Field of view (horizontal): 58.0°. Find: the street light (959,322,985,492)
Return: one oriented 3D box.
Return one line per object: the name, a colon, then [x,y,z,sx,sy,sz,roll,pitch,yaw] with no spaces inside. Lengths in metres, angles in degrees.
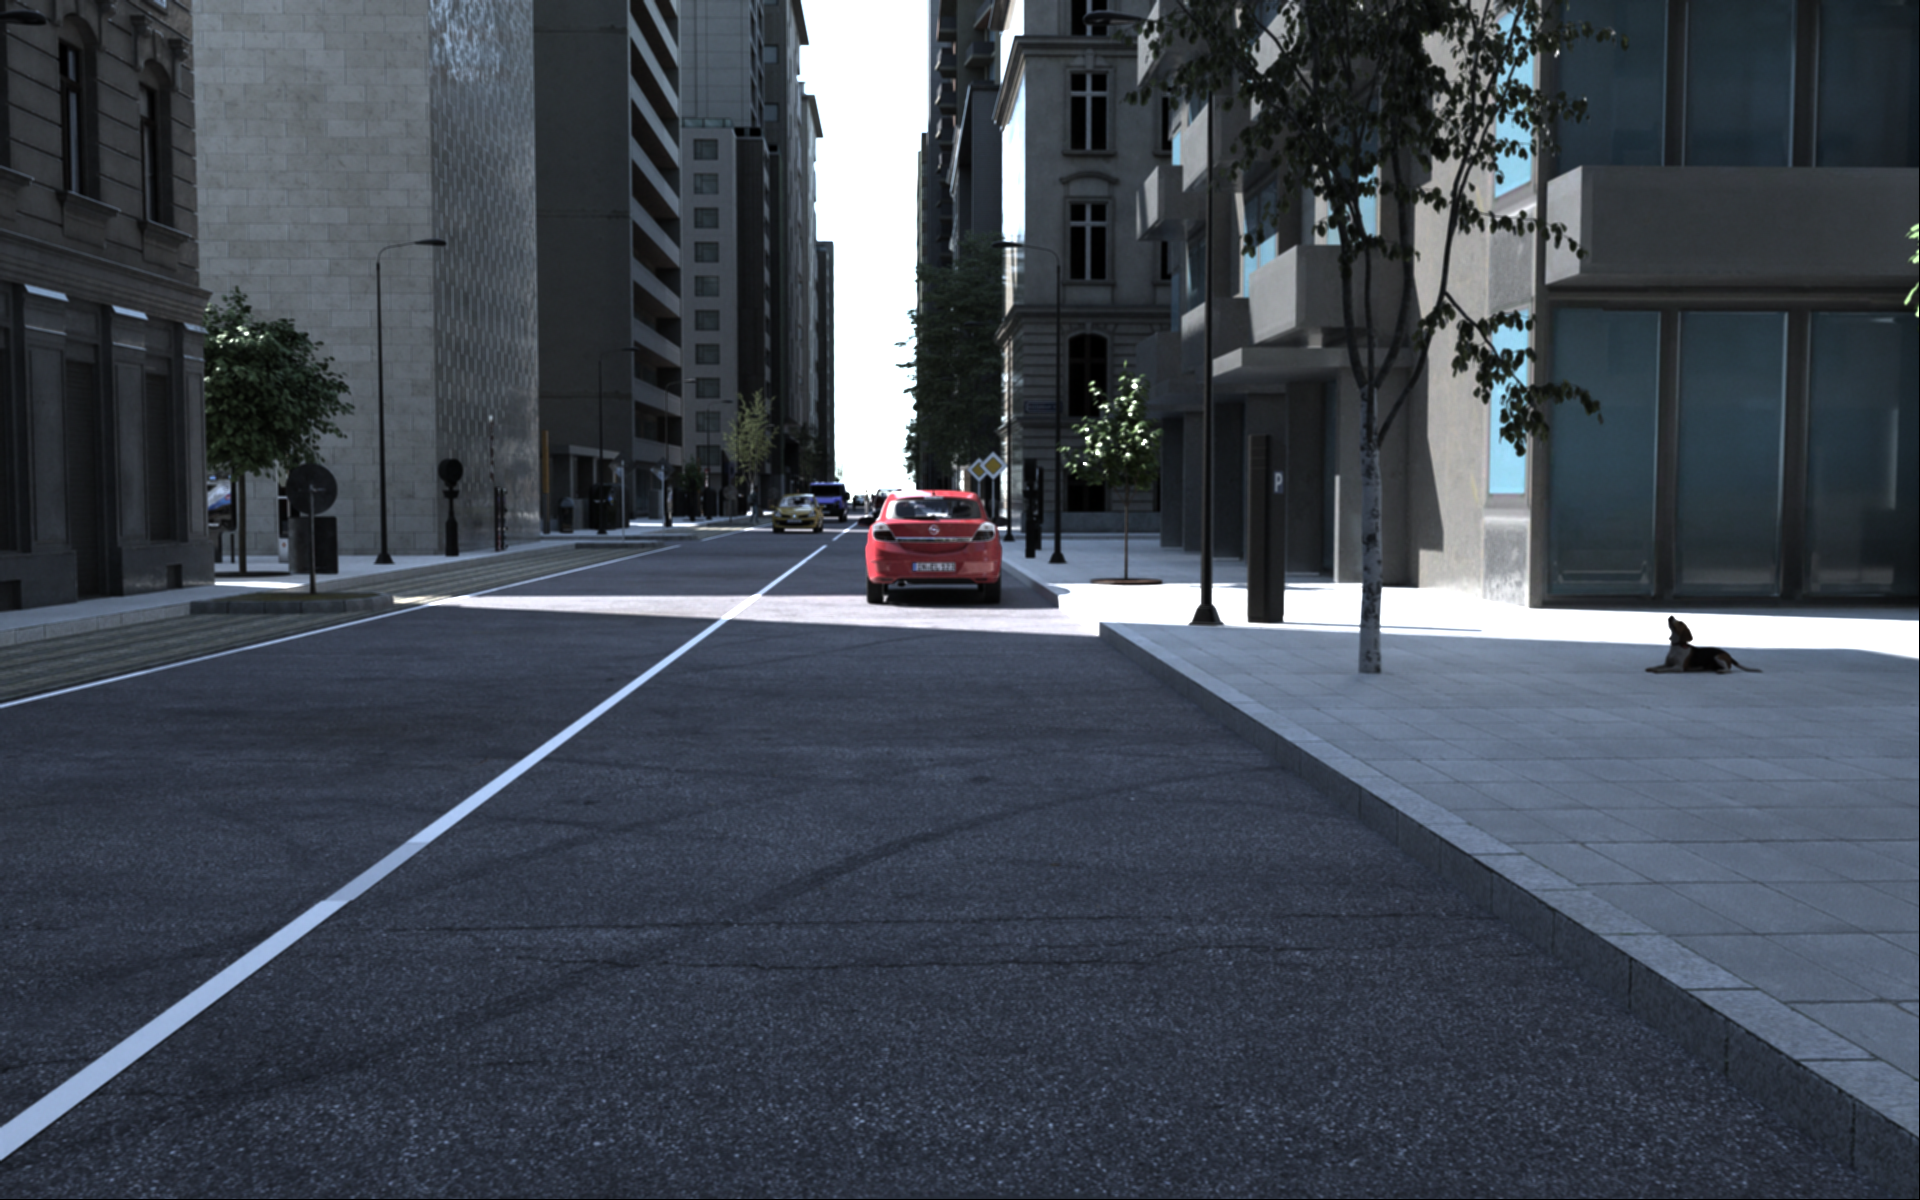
street light: [0.792,-4.544,46.840,1.470,5.913,1.316,0,4,-2]

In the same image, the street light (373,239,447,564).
street light: [-10.029,-3.614,31.624,1.470,5.913,1.316,0,4,-2]

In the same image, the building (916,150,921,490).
building: [4.857,-37.261,232.913,21.300,48.544,21.600,0,4,-2]

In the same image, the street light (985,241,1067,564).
street light: [1.270,-3.634,31.965,1.470,5.913,1.316,0,4,-2]

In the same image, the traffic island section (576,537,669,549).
traffic island section: [-9.093,-1.488,46.612,2.009,0.180,2.903,0,4,-2]

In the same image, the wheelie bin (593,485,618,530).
wheelie bin: [-12.697,-3.307,61.971,0.980,1.594,0.693,2,4,29]

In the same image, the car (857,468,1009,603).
car: [-0.374,-0.928,24.209,2.155,1.783,4.494,0,4,-1]

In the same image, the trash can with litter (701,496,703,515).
trash can with litter: [-15.985,-5.912,108.045,0.624,1.170,1.055,1,4,12]

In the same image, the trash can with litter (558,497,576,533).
trash can with litter: [-12.912,-2.795,57.089,0.624,1.170,1.055,-1,4,-20]

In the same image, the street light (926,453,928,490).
street light: [-1.139,-7.772,99.620,1.470,5.913,1.316,0,4,-2]

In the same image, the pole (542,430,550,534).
pole: [-13.260,-3.769,55.459,0.158,3.312,0.155,0,3,0]

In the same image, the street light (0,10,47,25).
street light: [-9.470,-2.705,16.771,1.470,5.913,1.316,0,4,-2]

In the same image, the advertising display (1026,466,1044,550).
advertising display: [1.728,-2.129,40.030,0.123,1.923,0.974,-1,4,-14]

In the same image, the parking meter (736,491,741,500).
parking meter: [-15.181,-6.737,118.565,0.372,1.533,0.369,0,3,0]

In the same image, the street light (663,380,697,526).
street light: [-11.377,-5.989,70.466,1.470,5.913,1.316,0,4,-2]

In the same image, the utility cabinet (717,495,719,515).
utility cabinet: [-14.568,-5.715,104.595,1.020,1.237,0.306,-1,4,-18]

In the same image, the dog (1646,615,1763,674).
dog: [5.357,0.323,12.451,0.748,0.427,0.550,2,4,31]

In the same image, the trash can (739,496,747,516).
trash can: [-13.058,-5.633,103.751,0.748,1.137,0.748,0,3,0]

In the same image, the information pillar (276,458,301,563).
information pillar: [-12.501,-1.699,32.278,0.304,2.012,0.304,2,4,26]

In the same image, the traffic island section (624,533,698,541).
traffic island section: [-9.384,-1.976,54.592,2.009,0.180,2.903,0,4,-2]

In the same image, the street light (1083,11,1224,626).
street light: [1.881,-2.710,16.844,1.470,5.913,1.316,0,4,-2]

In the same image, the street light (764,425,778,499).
street light: [-13.119,-8.807,116.530,1.470,5.913,1.316,0,4,-2]

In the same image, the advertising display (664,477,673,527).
advertising display: [-11.261,-3.774,66.922,0.123,1.923,0.974,0,4,4]

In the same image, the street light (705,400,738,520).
street light: [-11.926,-6.930,85.839,1.470,5.913,1.316,0,4,-2]

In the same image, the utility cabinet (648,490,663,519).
utility cabinet: [-15.396,-4.831,87.664,0.318,1.500,1.173,-3,4,-36]

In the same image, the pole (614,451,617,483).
pole: [-16.377,-5.404,82.202,0.158,3.312,0.155,0,3,0]

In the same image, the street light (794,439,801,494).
street light: [-14.225,-10.627,146.298,1.470,5.913,1.316,0,4,-2]

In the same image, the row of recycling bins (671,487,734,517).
row of recycling bins: [-14.675,-5.604,98.742,3.534,1.692,1.069,-1,4,-9]

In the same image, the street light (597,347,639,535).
street light: [-10.840,-5.038,54.912,1.470,5.913,1.316,0,4,-2]

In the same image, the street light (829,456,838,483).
street light: [-17.250,-15.709,229.380,1.470,5.913,1.316,0,4,-2]

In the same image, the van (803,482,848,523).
van: [-6.811,-5.169,88.896,2.240,2.365,5.245,0,4,-1]

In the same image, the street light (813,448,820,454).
street light: [-15.268,-12.446,176.026,1.470,5.913,1.316,0,4,-2]

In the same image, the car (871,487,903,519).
car: [-4.079,-5.652,101.075,2.281,1.827,5.304,0,4,-3]

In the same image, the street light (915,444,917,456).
street light: [-2.855,-10.639,146.488,1.470,5.913,1.316,0,4,-2]

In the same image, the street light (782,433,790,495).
street light: [-13.658,-9.712,131.326,1.470,5.913,1.316,0,4,-2]

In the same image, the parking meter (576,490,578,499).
parking meter: [-18.501,-4.641,84.290,0.372,1.533,0.369,0,3,0]

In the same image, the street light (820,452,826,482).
street light: [-15.808,-13.375,191.227,1.470,5.913,1.316,0,4,-2]

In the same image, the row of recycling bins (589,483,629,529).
row of recycling bins: [-13.068,-3.528,64.787,1.069,1.692,3.534,0,4,2]

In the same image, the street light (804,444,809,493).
street light: [-14.662,-11.537,161.175,1.470,5.913,1.316,0,4,-2]

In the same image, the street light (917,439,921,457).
street light: [-2.314,-9.711,131.316,1.470,5.913,1.316,0,4,-2]

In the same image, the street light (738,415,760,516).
street light: [-12.501,-7.898,101.676,1.470,5.913,1.316,0,4,-2]

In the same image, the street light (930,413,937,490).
street light: [-0.611,-6.848,84.507,1.470,5.913,1.316,0,4,-2]

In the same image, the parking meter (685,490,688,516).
parking meter: [-16.409,-5.808,103.369,0.372,1.533,0.369,0,3,0]

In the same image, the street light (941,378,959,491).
street light: [-0.067,-5.914,69.228,1.470,5.913,1.316,0,4,-2]

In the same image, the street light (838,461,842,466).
street light: [-17.752,-16.635,244.515,1.470,5.913,1.316,0,4,-2]

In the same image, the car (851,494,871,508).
car: [-10.418,-10.471,182.991,2.131,1.459,4.920,0,4,-3]

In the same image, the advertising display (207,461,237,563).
advertising display: [-13.934,-1.650,32.198,0.974,1.923,0.123,0,4,8]

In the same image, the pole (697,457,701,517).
pole: [-14.428,-6.230,95.700,0.158,3.312,0.155,0,3,0]

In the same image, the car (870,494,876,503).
car: [-13.880,-16.706,285.509,2.083,1.381,4.827,0,4,-4]

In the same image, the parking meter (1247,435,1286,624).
parking meter: [3.062,-0.708,17.281,0.255,1.863,0.399,3,4,36]

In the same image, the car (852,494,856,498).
car: [-11.770,-11.886,204.119,2.009,1.686,4.222,0,4,-3]

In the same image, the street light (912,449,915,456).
street light: [-3.536,-11.555,161.468,1.470,5.913,1.316,0,4,-2]

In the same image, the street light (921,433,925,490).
street light: [-1.643,-8.704,114.859,1.470,5.913,1.316,0,4,-2]

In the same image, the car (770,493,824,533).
car: [-6.046,-3.333,64.722,2.015,1.641,3.980,0,4,-1]
